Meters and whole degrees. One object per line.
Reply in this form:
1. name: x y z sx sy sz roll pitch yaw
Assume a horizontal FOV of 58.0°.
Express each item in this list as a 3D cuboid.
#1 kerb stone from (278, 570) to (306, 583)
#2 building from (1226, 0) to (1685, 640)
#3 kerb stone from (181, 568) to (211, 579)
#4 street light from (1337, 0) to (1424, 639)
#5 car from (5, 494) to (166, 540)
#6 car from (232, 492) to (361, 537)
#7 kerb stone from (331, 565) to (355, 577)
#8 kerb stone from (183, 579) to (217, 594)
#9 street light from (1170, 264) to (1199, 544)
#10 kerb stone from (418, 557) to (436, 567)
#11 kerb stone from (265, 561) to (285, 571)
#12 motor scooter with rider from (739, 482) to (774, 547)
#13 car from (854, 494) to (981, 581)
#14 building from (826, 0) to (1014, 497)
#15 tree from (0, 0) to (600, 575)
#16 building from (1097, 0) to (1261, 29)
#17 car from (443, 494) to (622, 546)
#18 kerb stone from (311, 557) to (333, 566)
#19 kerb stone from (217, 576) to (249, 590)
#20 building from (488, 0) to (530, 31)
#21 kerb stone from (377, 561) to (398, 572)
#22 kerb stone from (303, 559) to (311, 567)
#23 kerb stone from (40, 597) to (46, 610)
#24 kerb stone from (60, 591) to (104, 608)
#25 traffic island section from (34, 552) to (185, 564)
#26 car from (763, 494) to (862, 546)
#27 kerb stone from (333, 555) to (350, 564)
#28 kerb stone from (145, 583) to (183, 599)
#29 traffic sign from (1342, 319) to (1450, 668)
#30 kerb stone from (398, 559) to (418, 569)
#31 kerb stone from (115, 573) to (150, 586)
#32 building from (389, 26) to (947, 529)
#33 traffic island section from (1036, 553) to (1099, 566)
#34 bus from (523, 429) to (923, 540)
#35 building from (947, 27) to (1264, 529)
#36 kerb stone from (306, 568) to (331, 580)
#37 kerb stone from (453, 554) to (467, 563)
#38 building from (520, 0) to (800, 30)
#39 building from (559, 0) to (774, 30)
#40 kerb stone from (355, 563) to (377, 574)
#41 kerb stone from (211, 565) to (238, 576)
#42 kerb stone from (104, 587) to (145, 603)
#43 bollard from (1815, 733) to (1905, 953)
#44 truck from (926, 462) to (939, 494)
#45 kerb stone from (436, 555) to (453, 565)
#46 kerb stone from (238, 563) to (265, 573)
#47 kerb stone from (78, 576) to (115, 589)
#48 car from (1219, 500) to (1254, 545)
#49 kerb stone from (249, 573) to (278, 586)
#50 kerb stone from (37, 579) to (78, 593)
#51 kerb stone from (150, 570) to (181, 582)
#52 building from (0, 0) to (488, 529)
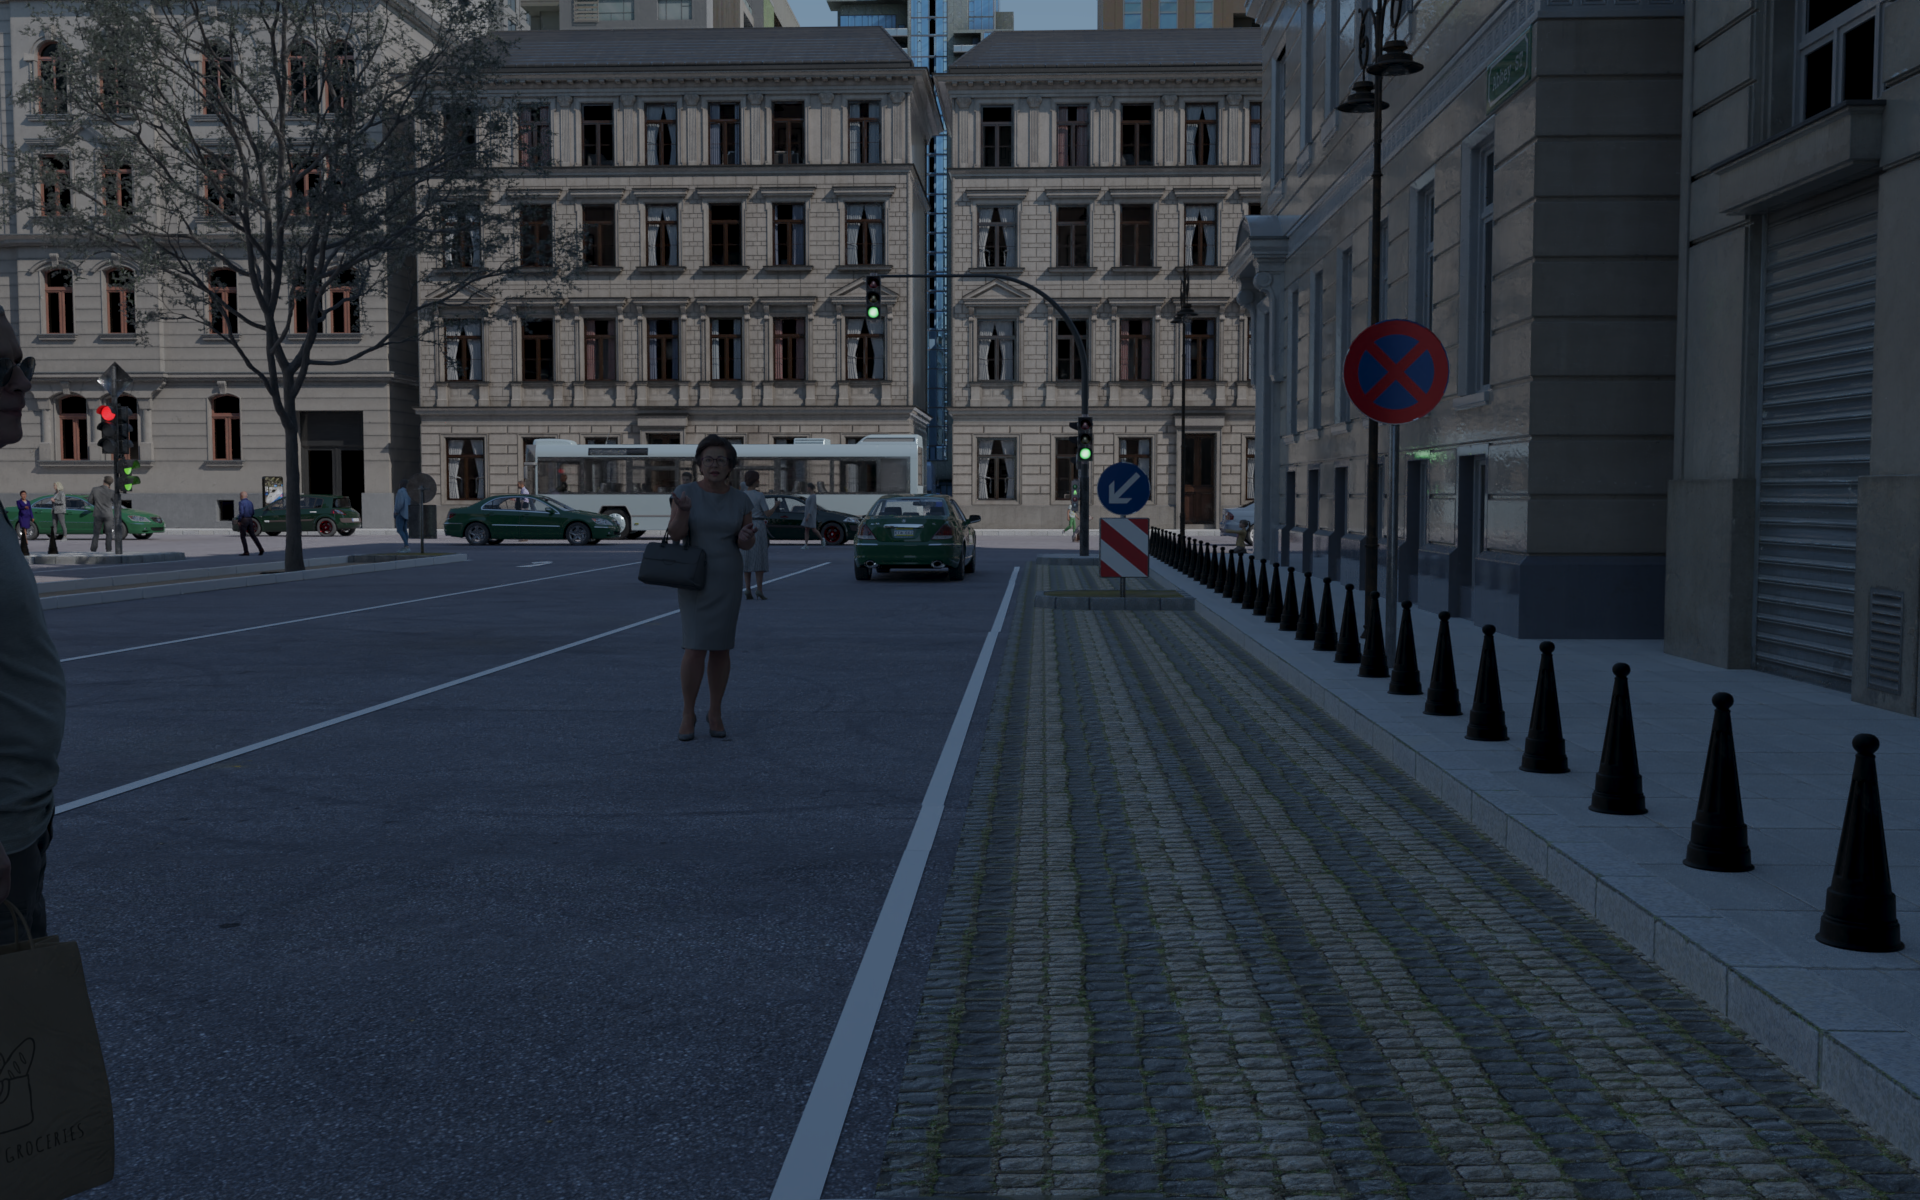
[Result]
1. kerb stone: -11.015 -0.370 28.321 0.120 0.150 1.000 0 4 3
2. building: 11.614 -14.553 23.849 13.634 28.700 20.117 0 4 3
3. kerb stone: -13.067 -0.442 29.415 0.120 0.150 1.000 0 4 3
4. street light: 3.650 -2.595 15.221 0.468 5.910 1.993 0 4 3
5. car: -27.579 -2.614 54.544 4.920 1.459 2.131 0 4 2
6. car: -22.518 -3.000 58.839 4.222 1.686 2.009 0 4 5
7. kerb stone: -10.919 -0.499 30.384 0.120 0.150 1.000 0 4 3
8. kerb stone: -11.160 -0.186 25.243 0.120 0.150 1.000 0 4 3
9. street light: 4.516 -3.806 35.013 0.468 5.910 1.993 0 4 3
10. kerb stone: -10.722 -0.752 34.493 0.120 0.150 1.000 0 4 3
11. kerb stone: -12.924 -0.625 32.493 0.120 0.150 1.000 0 4 3
12. motor scooter with rider: -5.615 -2.086 43.068 1.986 1.779 0.876 0 4 1
13. car: -0.732 -1.122 30.149 2.131 1.459 4.920 0 4 4
14. building: -5.391 -56.166 230.982 31.000 86.520 22.319 0 4 3
15. tree: -11.807 -7.182 30.251 12.009 13.543 11.850 0 3 0
16. building: 17.748 -29.648 134.859 14.600 45.320 14.200 0 4 3
17. car: -12.012 -2.264 48.810 4.920 1.459 2.131 0 4 1
18. kerb stone: -12.823 -0.755 34.545 0.120 0.150 1.000 0 4 3
19. kerb stone: -11.118 -0.249 26.269 0.120 0.150 1.000 0 4 3
20. building: -55.327 -45.660 184.793 20.611 71.187 20.563 0 4 3
21. kerb stone: -10.819 -0.622 32.435 0.120 0.150 1.000 0 4 3
22. kerb stone: -12.880 -0.693 33.518 0.120 0.150 1.000 0 4 3
23. kerb stone: -11.362 0.070 21.135 0.120 0.150 1.000 0 4 3
24. kerb stone: -11.314 0.003 22.161 0.120 0.150 1.000 0 4 3
25. traffic island section: -17.928 -0.893 36.884 2.009 0.180 2.903 0 4 3
26. car: -4.704 -2.392 48.902 4.222 1.686 2.009 0 4 4
27. kerb stone: -12.776 -0.815 35.569 0.120 0.150 1.000 0 4 3
28. kerb stone: -11.211 -0.122 24.209 0.120 0.150 1.000 0 4 3
29. traffic sign: 3.177 -0.770 12.702 0.768 2.556 0.104 0 4 6
30. kerb stone: -10.767 -0.689 33.465 0.120 0.150 1.000 0 4 3
31. kerb stone: -13.160 -0.316 27.357 0.120 0.150 1.000 0 4 3
32. building: -10.521 -12.373 66.933 19.286 19.102 10.561 0 4 3
33. traffic island section: 2.590 -0.833 35.906 2.009 0.180 2.903 0 4 3
34. bus: -7.851 -3.664 54.774 13.247 3.499 2.948 0 4 3
35. building: 8.872 -12.373 66.930 19.286 19.102 10.561 0 4 3
36. kerb stone: -10.960 -0.437 29.351 0.120 0.150 1.000 0 4 3
37. kerb stone: -10.629 -0.878 36.545 0.120 0.150 1.000 0 4 3
38. building: -26.095 -32.393 153.332 21.300 48.544 21.600 0 4 3
39. building: -22.473 -27.643 135.554 14.154 41.232 14.086 0 4 3
40. kerb stone: -10.871 -0.563 31.409 0.120 0.150 1.000 0 4 3
41. kerb stone: -13.020 -0.500 30.443 0.120 0.150 1.000 0 4 3
42. kerb stone: -11.268 -0.057 23.185 0.120 0.150 1.000 0 4 3
43. bollard: 2.572 0.679 4.934 0.229 0.601 0.229 0 3 0
44. truck: -3.930 -9.116 138.799 2.967 4.110 18.799 0 4 5
45. kerb stone: -10.669 -0.815 35.517 0.120 0.150 1.000 0 4 3
46. kerb stone: -12.965 -0.567 31.466 0.120 0.150 1.000 0 4 3
47. kerb stone: -13.219 -0.253 26.334 0.120 0.150 1.000 0 4 3
48. car: 9.495 -2.213 48.184 4.499 1.417 2.014 0 4 4
49. kerb stone: -11.067 -0.312 27.297 0.120 0.150 1.000 0 4 3
50. kerb stone: -13.257 -0.190 25.302 0.120 0.150 1.000 0 4 3
51. kerb stone: -13.115 -0.374 28.385 0.120 0.150 1.000 0 4 3
52. building: -31.821 -17.278 69.891 23.554 28.519 14.401 0 4 3
